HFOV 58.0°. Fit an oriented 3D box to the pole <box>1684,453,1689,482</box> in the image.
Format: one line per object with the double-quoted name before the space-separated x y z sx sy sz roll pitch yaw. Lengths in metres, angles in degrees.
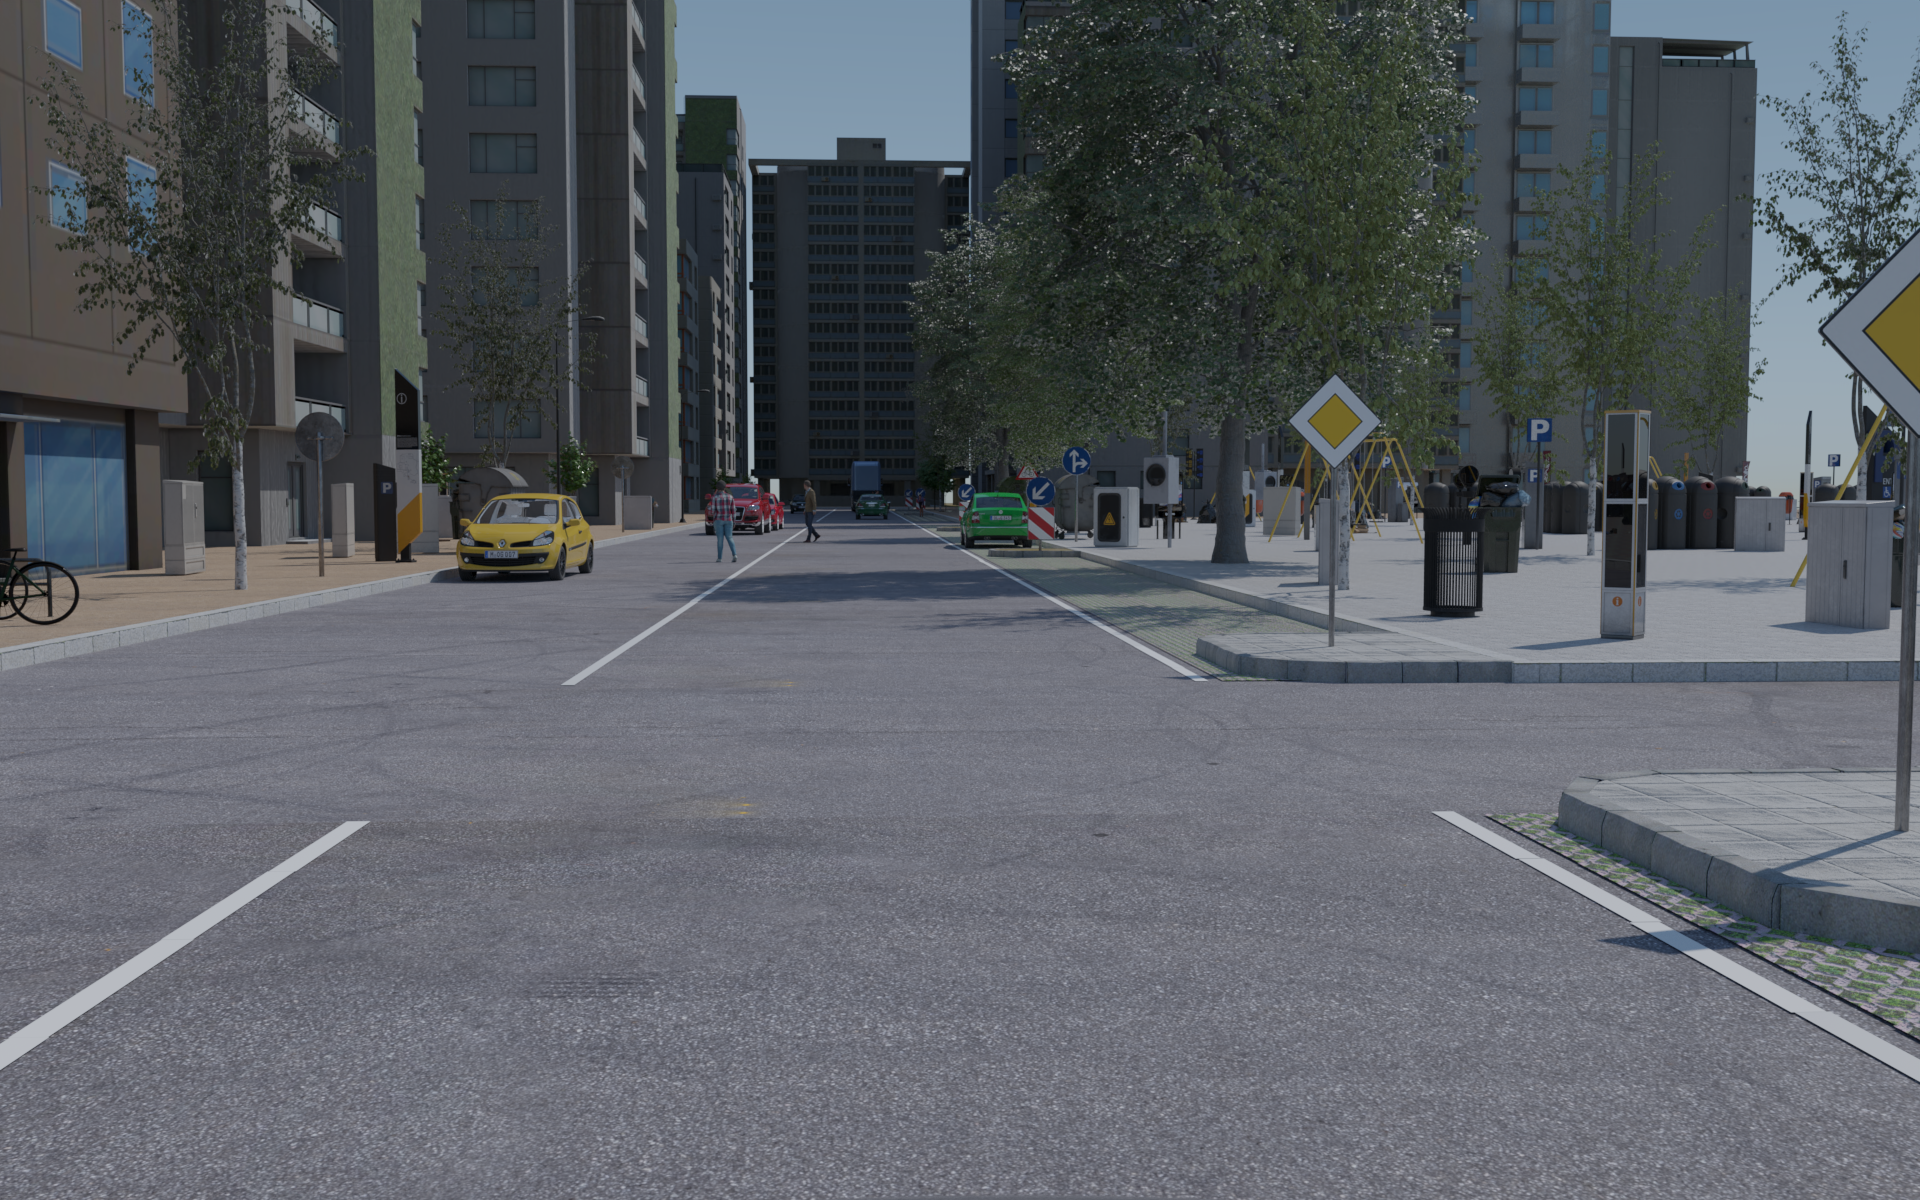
"pole" 35.986 -5.629 85.883 0.158 3.312 0.155 0 3 0

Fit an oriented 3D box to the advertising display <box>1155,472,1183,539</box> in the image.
"advertising display" 5.965 -2.704 49.432 0.974 1.923 0.123 -2 4 -35

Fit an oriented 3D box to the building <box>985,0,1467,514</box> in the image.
"building" 18.243 -26.377 123.142 32.217 40.220 23.993 0 4 -3

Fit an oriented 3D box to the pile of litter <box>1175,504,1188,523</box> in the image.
"pile of litter" 9.763 -3.926 78.161 1.176 0.858 1.719 1 4 19

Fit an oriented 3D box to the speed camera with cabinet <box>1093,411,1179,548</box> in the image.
"speed camera with cabinet" 4.225 -2.895 41.676 2.038 3.252 0.660 2 4 34

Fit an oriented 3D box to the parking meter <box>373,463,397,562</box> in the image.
"parking meter" -10.927 -1.667 32.966 0.399 1.863 0.255 -3 4 -36

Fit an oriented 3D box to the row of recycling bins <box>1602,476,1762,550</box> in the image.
"row of recycling bins" 16.834 -2.035 40.384 3.534 1.692 1.069 -1 4 -21

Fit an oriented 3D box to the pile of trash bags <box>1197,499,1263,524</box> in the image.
"pile of trash bags" 12.084 -4.045 75.881 3.447 1.369 1.912 -3 5 -40

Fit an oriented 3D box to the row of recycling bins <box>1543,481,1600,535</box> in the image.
"row of recycling bins" 19.746 -3.027 56.610 1.069 1.692 3.534 0 4 4

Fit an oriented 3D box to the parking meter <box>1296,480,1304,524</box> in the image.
"parking meter" 14.478 -4.148 73.524 0.399 1.863 0.255 -1 4 -14

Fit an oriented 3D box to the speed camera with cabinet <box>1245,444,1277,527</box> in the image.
"speed camera with cabinet" 11.391 -4.471 67.429 2.038 3.252 0.660 -2 4 -32

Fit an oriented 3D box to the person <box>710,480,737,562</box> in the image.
"person" -4.976 -1.657 36.428 0.563 1.720 0.643 -2 4 -27

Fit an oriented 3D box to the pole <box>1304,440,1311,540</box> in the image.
"pole" 9.710 -3.338 48.412 0.158 3.312 0.155 0 3 0

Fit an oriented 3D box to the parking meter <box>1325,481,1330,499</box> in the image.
"parking meter" 16.869 -4.484 79.025 0.399 1.863 0.255 -2 4 -33

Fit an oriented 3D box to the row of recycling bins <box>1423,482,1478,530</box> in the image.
"row of recycling bins" 18.064 -3.349 61.866 3.534 1.692 1.069 -2 4 -28

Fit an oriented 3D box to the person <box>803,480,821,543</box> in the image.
"person" -4.452 -2.629 51.393 0.656 1.842 0.836 2 4 34

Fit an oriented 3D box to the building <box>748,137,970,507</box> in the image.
"building" -10.900 -30.553 191.422 23.993 40.220 32.217 0 4 -3

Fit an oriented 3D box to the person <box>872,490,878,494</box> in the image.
"person" -5.902 -6.903 122.171 0.445 1.727 0.742 1 4 17

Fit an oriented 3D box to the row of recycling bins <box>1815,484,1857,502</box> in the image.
"row of recycling bins" 35.586 -3.791 69.095 3.534 1.692 1.069 -2 4 -24

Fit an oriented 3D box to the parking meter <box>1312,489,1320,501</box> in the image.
"parking meter" 17.881 -4.811 87.065 0.372 1.533 0.369 0 3 0

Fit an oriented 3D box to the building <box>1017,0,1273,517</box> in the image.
"building" 10.226 -20.305 103.685 14.160 30.474 14.107 0 4 -3

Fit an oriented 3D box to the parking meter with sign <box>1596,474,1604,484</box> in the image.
"parking meter with sign" 24.251 -4.206 65.031 0.543 3.016 1.738 -2 4 -35

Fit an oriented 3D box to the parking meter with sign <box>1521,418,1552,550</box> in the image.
"parking meter with sign" 13.467 -2.713 40.625 0.543 3.016 1.738 1 4 12

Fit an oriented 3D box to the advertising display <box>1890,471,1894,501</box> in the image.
"advertising display" 26.534 -2.639 48.369 0.974 1.923 0.123 1 4 18

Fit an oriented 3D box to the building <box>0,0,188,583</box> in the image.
"building" -20.002 -22.724 21.656 14.600 45.320 14.200 0 4 -3

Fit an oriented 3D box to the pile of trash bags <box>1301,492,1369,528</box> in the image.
"pile of trash bags" 14.011 -3.463 66.364 1.912 1.369 3.447 -3 4 -38

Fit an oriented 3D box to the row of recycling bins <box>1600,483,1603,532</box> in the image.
"row of recycling bins" 22.282 -3.113 58.004 1.069 1.692 3.534 -2 4 -24

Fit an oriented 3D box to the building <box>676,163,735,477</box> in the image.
"building" -27.239 -23.362 153.675 14.107 30.474 14.160 0 4 -3

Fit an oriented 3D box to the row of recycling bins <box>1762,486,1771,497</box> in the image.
"row of recycling bins" 39.902 -4.980 88.532 1.069 1.692 3.534 -2 4 -25

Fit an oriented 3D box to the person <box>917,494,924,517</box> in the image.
"person" -2.438 -5.913 108.415 0.421 1.427 0.697 1 4 13

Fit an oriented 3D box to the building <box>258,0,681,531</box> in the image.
"building" -19.602 -23.780 72.396 14.154 41.232 14.086 0 4 -3

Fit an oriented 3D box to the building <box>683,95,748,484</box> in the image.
"building" -29.553 -30.419 180.947 14.086 41.232 14.154 0 4 -3

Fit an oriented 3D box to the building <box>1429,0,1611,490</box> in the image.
"building" 40.391 -32.618 152.916 30.456 49.044 23.786 0 4 -3

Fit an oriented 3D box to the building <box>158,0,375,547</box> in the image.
"building" -22.576 -22.029 43.770 14.154 41.232 14.086 0 4 -3

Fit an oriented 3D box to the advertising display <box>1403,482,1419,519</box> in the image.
"advertising display" 23.255 -5.164 89.651 0.974 1.923 0.123 0 4 -7

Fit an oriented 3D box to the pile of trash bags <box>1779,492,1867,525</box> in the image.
"pile of trash bags" 36.017 -3.861 72.887 3.447 1.369 1.912 -1 4 -11

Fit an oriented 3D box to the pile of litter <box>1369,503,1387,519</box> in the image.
"pile of litter" 21.023 -4.588 88.979 1.719 0.858 1.176 2 4 23

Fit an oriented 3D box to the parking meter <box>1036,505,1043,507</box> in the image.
"parking meter" 3.396 -4.046 74.570 0.372 1.533 0.369 0 3 0

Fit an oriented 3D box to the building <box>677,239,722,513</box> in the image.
"building" -33.150 -17.497 131.116 27.650 21.520 28.899 0 4 -3

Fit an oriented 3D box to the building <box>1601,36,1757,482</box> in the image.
"building" 62.563 -29.084 159.116 14.086 41.232 14.154 0 4 -3

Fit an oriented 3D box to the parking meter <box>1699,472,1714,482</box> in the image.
"parking meter" 19.688 -2.445 45.694 0.399 1.863 0.255 2 4 29

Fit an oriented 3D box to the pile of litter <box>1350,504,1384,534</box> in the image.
"pile of litter" 12.850 -2.611 56.659 1.719 0.858 1.176 0 4 2

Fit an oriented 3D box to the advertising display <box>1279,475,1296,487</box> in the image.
"advertising display" 10.946 -3.221 57.870 0.123 1.923 0.974 -1 4 -17

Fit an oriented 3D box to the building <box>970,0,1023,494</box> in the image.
"building" 11.368 -37.082 148.281 21.231 58.520 28.212 0 4 -3
